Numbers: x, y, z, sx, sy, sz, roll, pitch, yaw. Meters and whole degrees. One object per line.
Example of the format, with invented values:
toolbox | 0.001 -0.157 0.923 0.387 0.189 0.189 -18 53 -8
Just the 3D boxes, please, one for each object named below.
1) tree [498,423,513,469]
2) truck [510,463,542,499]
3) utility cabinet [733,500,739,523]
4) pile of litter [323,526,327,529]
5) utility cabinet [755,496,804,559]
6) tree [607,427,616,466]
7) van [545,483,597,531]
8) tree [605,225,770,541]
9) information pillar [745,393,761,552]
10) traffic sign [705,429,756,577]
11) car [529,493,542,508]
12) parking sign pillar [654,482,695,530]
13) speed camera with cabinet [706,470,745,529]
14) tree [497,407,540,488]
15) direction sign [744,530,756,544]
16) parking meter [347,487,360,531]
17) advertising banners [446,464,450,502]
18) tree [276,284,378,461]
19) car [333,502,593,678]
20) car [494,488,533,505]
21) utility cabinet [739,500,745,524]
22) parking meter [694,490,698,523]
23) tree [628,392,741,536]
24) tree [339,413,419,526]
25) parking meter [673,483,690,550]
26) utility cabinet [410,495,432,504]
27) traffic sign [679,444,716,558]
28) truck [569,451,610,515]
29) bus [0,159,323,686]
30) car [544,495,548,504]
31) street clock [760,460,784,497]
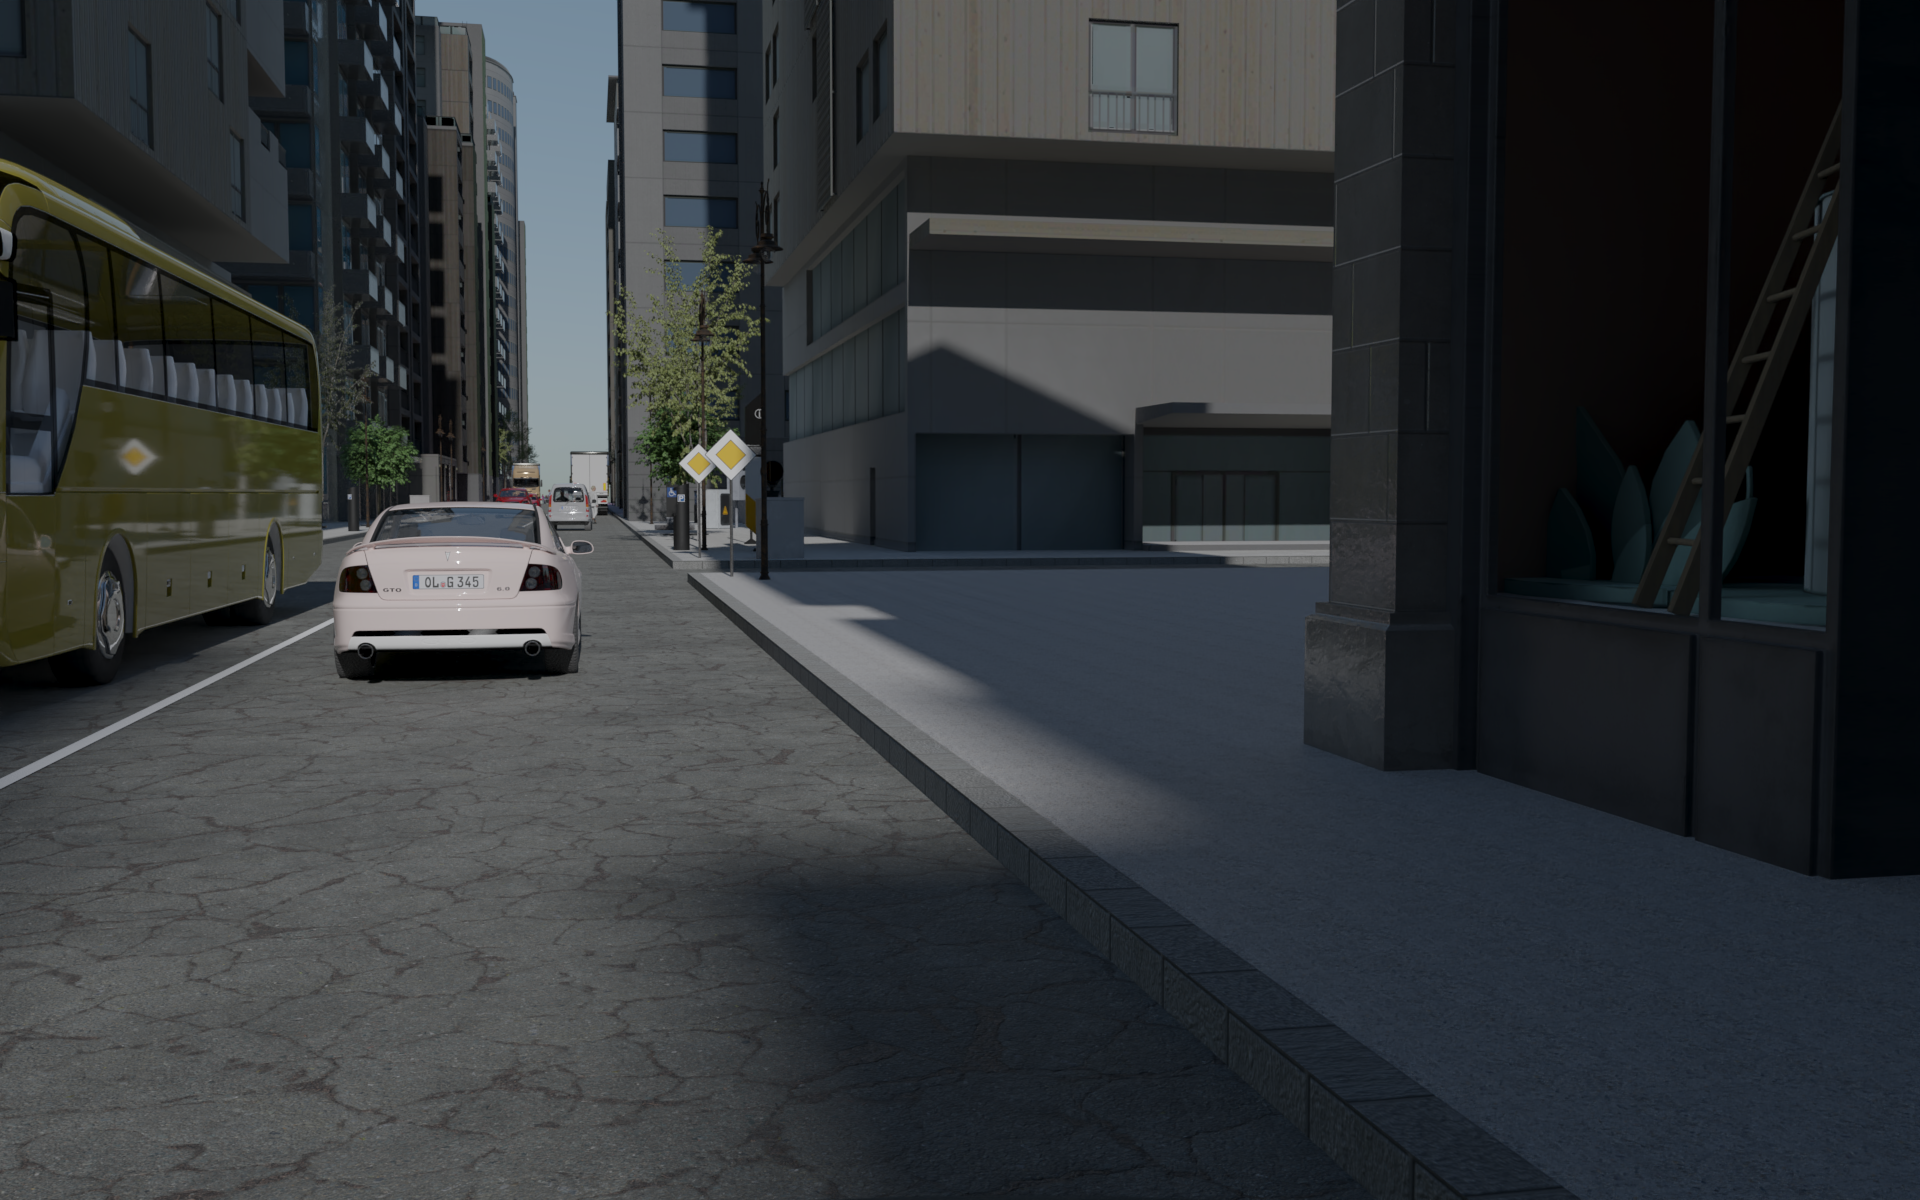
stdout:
tree | -46.242 -13.471 170.615 4.737 8.622 4.395 0 3 0
truck | -40.053 -10.468 160.068 2.839 4.237 11.283 -1 4 -14
utility cabinet | -9.843 -4.023 76.944 1.020 1.237 0.306 0 4 -4
pile of litter | -24.457 -3.108 64.786 1.719 0.858 1.176 2 4 35
utility cabinet | -3.573 -1.420 34.371 1.020 1.237 0.306 -3 5 -45
tree | -37.056 -14.718 190.993 4.360 8.622 3.978 0 3 0
van | -15.446 -3.770 68.652 2.013 2.044 4.112 -1 4 -11
tree | -7.295 -5.894 46.722 4.737 8.622 4.395 0 3 0
information pillar | -4.538 -2.890 38.612 0.504 3.616 0.183 -1 4 -10
traffic sign | -3.546 -1.418 26.827 0.795 2.450 0.064 -1 4 -12
car | -30.433 -6.893 121.740 2.155 1.783 4.494 -1 4 -11
parking sign pillar | -10.256 -4.508 62.175 1.447 3.967 1.447 0 4 -1
speed camera with cabinet | -8.615 -4.273 64.196 0.660 3.252 2.038 2 4 27
tree | -47.580 -15.143 181.992 8.767 10.594 7.601 3 5 42
direction sign | -5.347 -3.197 44.276 0.379 3.537 0.876 -1 4 -8
parking meter | -20.885 -3.132 59.623 0.372 1.533 0.369 0 3 0
advertising banners | -28.767 -6.189 97.375 0.090 3.025 2.074 -1 4 -10
tree | -22.788 -6.789 61.364 4.360 8.622 3.978 0 3 0
car | -4.236 -0.161 15.000 2.083 1.381 4.827 -1 4 -12
car | -26.833 -5.843 104.208 2.281 1.827 5.304 -1 4 -12
utility cabinet | -9.122 -3.867 74.383 0.306 1.237 1.020 0 4 4
parking meter | -11.589 -4.175 76.677 0.372 1.533 0.369 0 3 0
tree | -8.661 -4.307 54.134 4.285 4.588 4.351 0 3 0
tree | -23.737 -5.316 70.629 4.285 4.588 4.351 0 3 0
parking meter | -6.361 -1.904 39.540 0.372 1.533 0.369 0 3 0
utility cabinet | -26.890 -4.602 86.411 1.020 1.237 0.306 0 4 6
traffic sign | -5.217 -1.896 34.636 0.795 2.450 0.064 -1 4 -12
truck | -25.412 -7.950 118.892 2.839 4.237 11.283 -1 4 -12
bus | -8.195 -1.491 15.930 2.896 3.916 12.252 -1 4 -11
car | -61.053 -14.997 257.782 1.945 1.354 3.894 -1 4 -10
street clock | -4.052 -2.005 37.358 0.471 2.002 0.358 -1 4 -19
